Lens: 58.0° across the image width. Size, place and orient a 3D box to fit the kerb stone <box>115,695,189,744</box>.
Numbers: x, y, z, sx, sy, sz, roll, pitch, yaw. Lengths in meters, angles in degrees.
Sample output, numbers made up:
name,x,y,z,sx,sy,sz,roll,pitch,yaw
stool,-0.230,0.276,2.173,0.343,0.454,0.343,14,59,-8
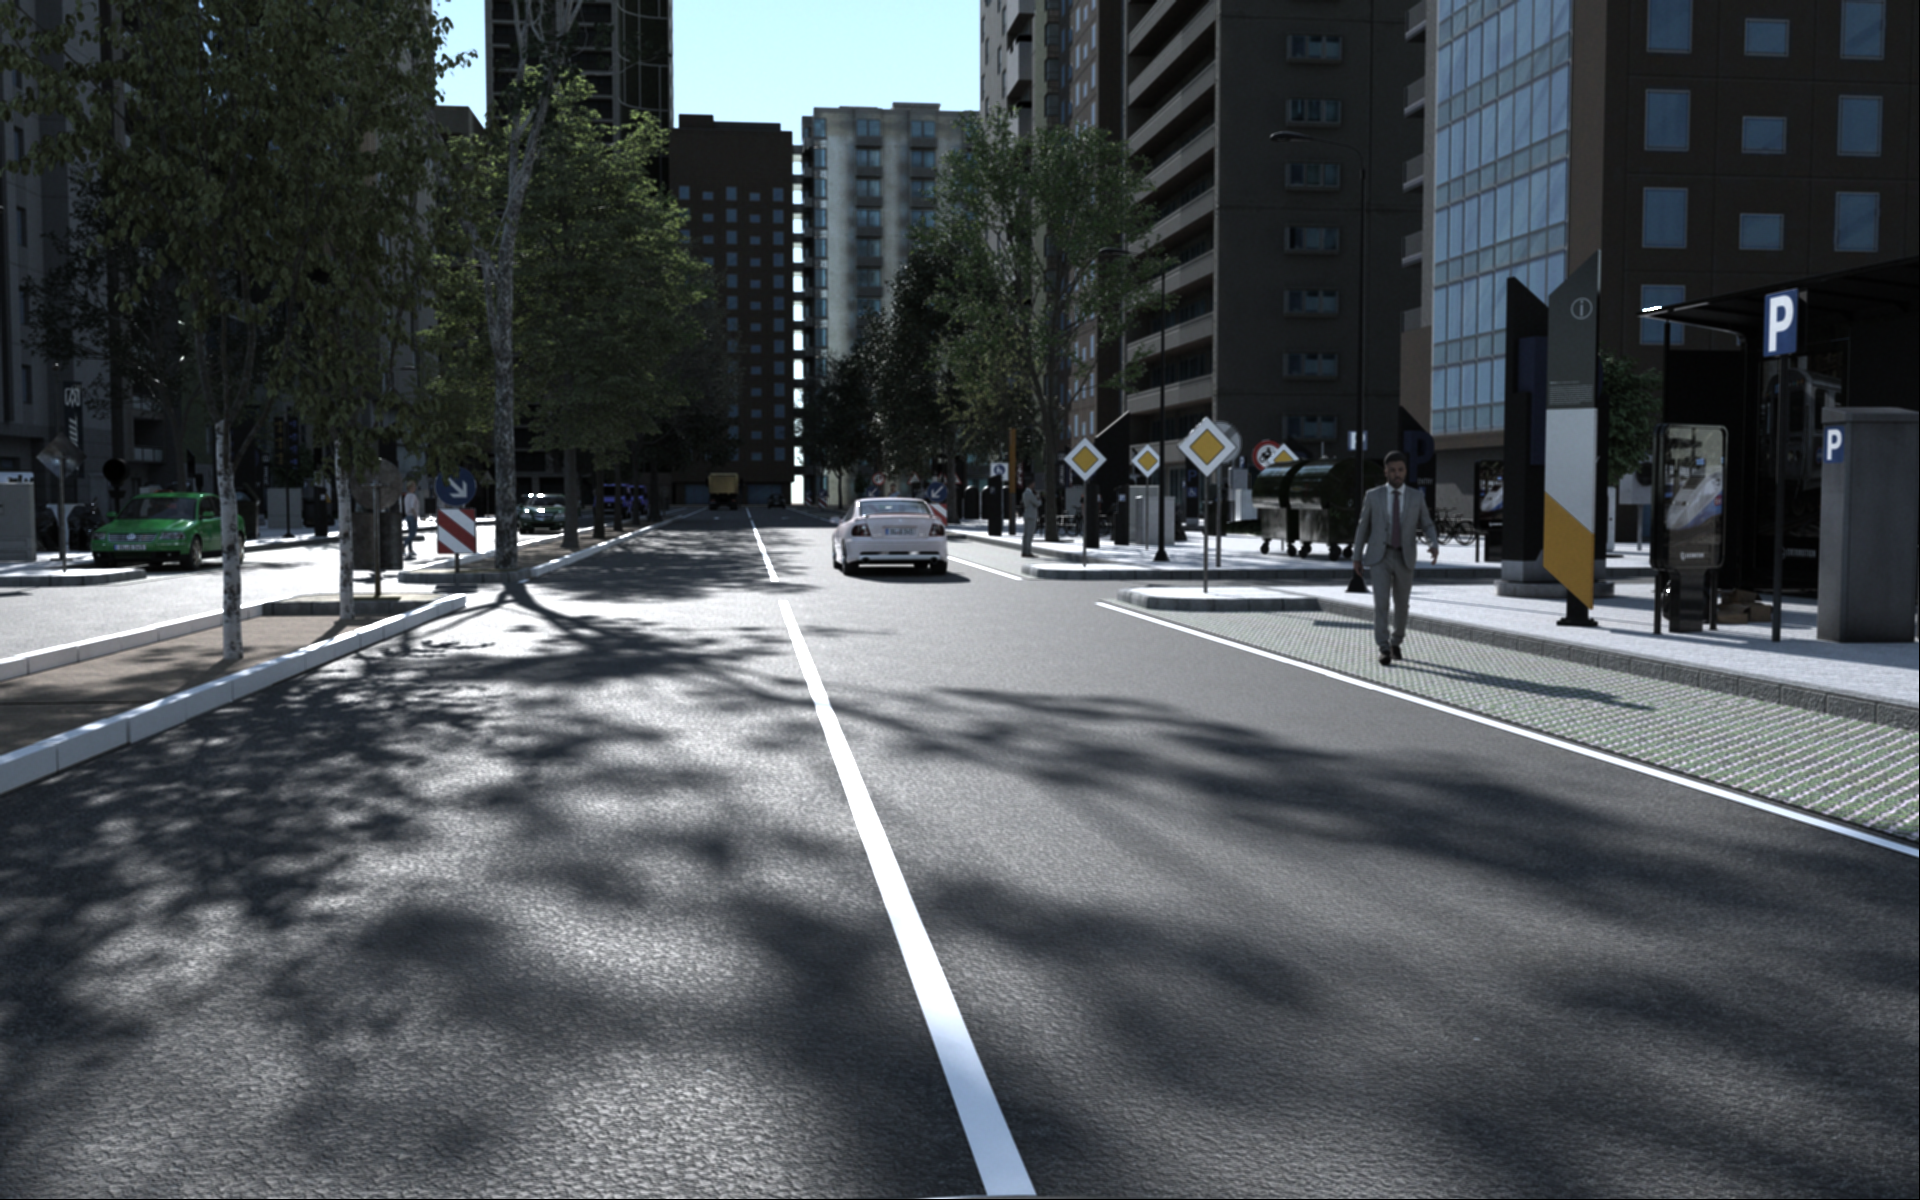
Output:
name,x,y,z,sx,sy,sz,roll,pitch,yaw
kerb stone,-4.881,0.720,10.424,0.120,0.150,1.000,0,4,-7

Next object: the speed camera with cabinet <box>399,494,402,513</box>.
name,x,y,z,sx,sy,sz,roll,pitch,yaw
speed camera with cabinet,-27.545,-5.411,82.810,0.660,3.252,2.038,1,4,17

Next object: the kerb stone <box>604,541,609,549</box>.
name,x,y,z,sx,sy,sz,roll,pitch,yaw
kerb stone,-9.190,-1.364,44.494,0.120,0.150,1.000,0,4,-7

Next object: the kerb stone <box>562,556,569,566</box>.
name,x,y,z,sx,sy,sz,roll,pitch,yaw
kerb stone,-7.916,-0.742,34.323,0.120,0.150,1.000,0,4,-7

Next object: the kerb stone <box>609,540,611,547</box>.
name,x,y,z,sx,sy,sz,roll,pitch,yaw
kerb stone,-9.325,-1.423,45.517,0.120,0.150,1.000,0,4,-7

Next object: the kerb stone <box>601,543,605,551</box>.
name,x,y,z,sx,sy,sz,roll,pitch,yaw
kerb stone,-9.070,-1.302,43.479,0.120,0.150,1.000,0,4,-7

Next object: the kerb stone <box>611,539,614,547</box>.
name,x,y,z,sx,sy,sz,roll,pitch,yaw
kerb stone,-9.455,-1.488,46.531,0.120,0.150,1.000,0,4,-7

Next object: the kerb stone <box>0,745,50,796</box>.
name,x,y,z,sx,sy,sz,roll,pitch,yaw
kerb stone,-4.638,0.847,8.394,0.120,0.150,1.000,0,4,-7

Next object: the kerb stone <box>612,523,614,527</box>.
name,x,y,z,sx,sy,sz,roll,pitch,yaw
kerb stone,-15.139,-3.216,74.782,0.120,0.150,1.000,0,4,-7

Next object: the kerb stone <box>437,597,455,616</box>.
name,x,y,z,sx,sy,sz,roll,pitch,yaw
kerb stone,-6.176,0.099,20.582,0.120,0.150,1.000,0,4,-7

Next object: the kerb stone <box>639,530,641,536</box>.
name,x,y,z,sx,sy,sz,roll,pitch,yaw
kerb stone,-11.001,-2.236,58.750,0.120,0.150,1.000,0,4,-7

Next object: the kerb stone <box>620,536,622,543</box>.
name,x,y,z,sx,sy,sz,roll,pitch,yaw
kerb stone,-9.843,-1.674,49.593,0.120,0.150,1.000,0,4,-7

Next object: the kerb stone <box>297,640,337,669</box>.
name,x,y,z,sx,sy,sz,roll,pitch,yaw
kerb stone,-5.408,0.472,14.478,0.120,0.150,1.000,0,4,-7

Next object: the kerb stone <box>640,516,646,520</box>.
name,x,y,z,sx,sy,sz,roll,pitch,yaw
kerb stone,-18.352,-4.773,100.235,0.120,0.150,1.000,0,4,-7

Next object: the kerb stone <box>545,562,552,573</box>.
name,x,y,z,sx,sy,sz,roll,pitch,yaw
kerb stone,-7.533,-0.553,31.280,0.120,0.150,1.000,0,4,-7

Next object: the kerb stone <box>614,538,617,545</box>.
name,x,y,z,sx,sy,sz,roll,pitch,yaw
kerb stone,-9.587,-1.551,47.552,0.120,0.150,1.000,0,4,-7

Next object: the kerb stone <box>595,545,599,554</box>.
name,x,y,z,sx,sy,sz,roll,pitch,yaw
kerb stone,-8.807,-1.177,41.434,0.120,0.150,1.000,0,4,-7

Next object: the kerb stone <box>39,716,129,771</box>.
name,x,y,z,sx,sy,sz,roll,pitch,yaw
kerb stone,-4.767,0.782,9.408,0.120,0.150,1.000,0,4,-7

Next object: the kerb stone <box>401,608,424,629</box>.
name,x,y,z,sx,sy,sz,roll,pitch,yaw
kerb stone,-5.913,0.226,18.538,0.120,0.150,1.000,0,4,-7

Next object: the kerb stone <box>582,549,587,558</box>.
name,x,y,z,sx,sy,sz,roll,pitch,yaw
kerb stone,-8.421,-0.989,38.392,0.120,0.150,1.000,0,4,-7

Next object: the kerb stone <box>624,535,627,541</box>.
name,x,y,z,sx,sy,sz,roll,pitch,yaw
kerb stone,-10.090,-1.799,51.626,0.120,0.150,1.000,0,4,-7

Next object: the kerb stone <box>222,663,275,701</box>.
name,x,y,z,sx,sy,sz,roll,pitch,yaw
kerb stone,-5.143,0.597,12.451,0.120,0.150,1.000,0,4,-7

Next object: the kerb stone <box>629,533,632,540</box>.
name,x,y,z,sx,sy,sz,roll,pitch,yaw
kerb stone,-10.352,-1.925,53.674,0.120,0.150,1.000,0,4,-7

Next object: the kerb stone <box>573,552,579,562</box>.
name,x,y,z,sx,sy,sz,roll,pitch,yaw
kerb stone,-8.165,-0.865,36.363,0.120,0.150,1.000,0,4,-7

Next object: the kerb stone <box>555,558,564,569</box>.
name,x,y,z,sx,sy,sz,roll,pitch,yaw
kerb stone,-7.781,-0.680,33.310,0.120,0.150,1.000,0,4,-7

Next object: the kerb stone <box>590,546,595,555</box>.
name,x,y,z,sx,sy,sz,roll,pitch,yaw
kerb stone,-8.678,-1.115,40.420,0.120,0.150,1.000,0,4,-7

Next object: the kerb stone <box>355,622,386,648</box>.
name,x,y,z,sx,sy,sz,roll,pitch,yaw
kerb stone,-5.663,0.351,16.508,0.120,0.150,1.000,0,4,-7

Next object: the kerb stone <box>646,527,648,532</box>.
name,x,y,z,sx,sy,sz,roll,pitch,yaw
kerb stone,-11.510,-2.484,62.812,0.120,0.150,1.000,0,4,-7

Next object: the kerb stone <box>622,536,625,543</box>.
name,x,y,z,sx,sy,sz,roll,pitch,yaw
kerb stone,-9.969,-1.738,50.607,0.120,0.150,1.000,0,4,-7

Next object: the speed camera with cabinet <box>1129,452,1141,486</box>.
name,x,y,z,sx,sy,sz,roll,pitch,yaw
speed camera with cabinet,7.384,-5.290,80.829,2.038,3.252,0.660,2,4,26

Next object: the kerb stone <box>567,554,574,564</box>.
name,x,y,z,sx,sy,sz,roll,pitch,yaw
kerb stone,-8.035,-0.804,35.342,0.120,0.150,1.000,0,4,-7

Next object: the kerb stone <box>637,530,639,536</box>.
name,x,y,z,sx,sy,sz,roll,pitch,yaw
kerb stone,-10.875,-2.174,57.735,0.120,0.150,1.000,0,4,-7

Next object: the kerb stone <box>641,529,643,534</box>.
name,x,y,z,sx,sy,sz,roll,pitch,yaw
kerb stone,-11.121,-2.296,59.765,0.120,0.150,1.000,0,4,-7

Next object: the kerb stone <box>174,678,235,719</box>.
name,x,y,z,sx,sy,sz,roll,pitch,yaw
kerb stone,-5.014,0.658,11.437,0.120,0.150,1.000,0,4,-7

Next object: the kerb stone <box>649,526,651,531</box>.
name,x,y,z,sx,sy,sz,roll,pitch,yaw
kerb stone,-11.766,-2.609,64.845,0.120,0.150,1.000,0,4,-7

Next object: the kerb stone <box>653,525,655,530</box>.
name,x,y,z,sx,sy,sz,roll,pitch,yaw
kerb stone,-12.145,-2.795,67.899,0.120,0.150,1.000,0,4,-7

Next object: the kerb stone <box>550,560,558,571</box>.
name,x,y,z,sx,sy,sz,roll,pitch,yaw
kerb stone,-7.653,-0.613,32.296,0.120,0.150,1.000,0,4,-7

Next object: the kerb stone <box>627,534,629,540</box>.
name,x,y,z,sx,sy,sz,roll,pitch,yaw
kerb stone,-10.230,-1.863,52.659,0.120,0.150,1.000,0,4,-7

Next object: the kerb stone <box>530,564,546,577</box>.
name,x,y,z,sx,sy,sz,roll,pitch,yaw
kerb stone,-7.398,-0.494,30.266,0.120,0.150,1.000,0,4,-7

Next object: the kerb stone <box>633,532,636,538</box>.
name,x,y,z,sx,sy,sz,roll,pitch,yaw
kerb stone,-10.607,-2.049,55.704,0.120,0.150,1.000,0,4,-7

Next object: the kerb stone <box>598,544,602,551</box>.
name,x,y,z,sx,sy,sz,roll,pitch,yaw
kerb stone,-8.937,-1.239,42.457,0.120,0.150,1.000,0,4,-7

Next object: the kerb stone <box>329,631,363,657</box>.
name,x,y,z,sx,sy,sz,roll,pitch,yaw
kerb stone,-5.538,0.412,15.491,0.120,0.150,1.000,0,4,-7

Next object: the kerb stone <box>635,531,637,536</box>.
name,x,y,z,sx,sy,sz,roll,pitch,yaw
kerb stone,-10.742,-2.112,56.721,0.120,0.150,1.000,0,4,-7

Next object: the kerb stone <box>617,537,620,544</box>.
name,x,y,z,sx,sy,sz,roll,pitch,yaw
kerb stone,-9.712,-1.613,48.566,0.120,0.150,1.000,0,4,-7

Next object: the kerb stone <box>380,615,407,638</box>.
name,x,y,z,sx,sy,sz,roll,pitch,yaw
kerb stone,-5.784,0.286,17.523,0.120,0.150,1.000,0,4,-7

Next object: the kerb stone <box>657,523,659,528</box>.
name,x,y,z,sx,sy,sz,roll,pitch,yaw
kerb stone,-12.535,-2.979,70.947,0.120,0.150,1.000,0,4,-7

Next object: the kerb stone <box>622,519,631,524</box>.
name,x,y,z,sx,sy,sz,roll,pitch,yaw
kerb stone,-16.555,-3.901,85.970,0.120,0.150,1.000,0,4,-7

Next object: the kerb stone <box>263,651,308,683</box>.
name,x,y,z,sx,sy,sz,roll,pitch,yaw
kerb stone,-5.278,0.534,13.464,0.120,0.150,1.000,0,4,-7

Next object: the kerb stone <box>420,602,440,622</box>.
name,x,y,z,sx,sy,sz,roll,pitch,yaw
kerb stone,-6.050,0.162,19.560,0.120,0.150,1.000,0,4,-7

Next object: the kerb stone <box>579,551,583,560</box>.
name,x,y,z,sx,sy,sz,roll,pitch,yaw
kerb stone,-8.296,-0.929,37.377,0.120,0.150,1.000,0,4,-7

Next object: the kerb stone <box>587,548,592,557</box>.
name,x,y,z,sx,sy,sz,roll,pitch,yaw
kerb stone,-8.545,-1.053,39.406,0.120,0.150,1.000,0,4,-7

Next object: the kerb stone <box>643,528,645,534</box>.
name,x,y,z,sx,sy,sz,roll,pitch,yaw
kerb stone,-11.249,-2.359,60.783,0.120,0.150,1.000,0,4,-7

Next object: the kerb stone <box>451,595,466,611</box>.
name,x,y,z,sx,sy,sz,roll,pitch,yaw
kerb stone,-6.302,0.037,21.599,0.120,0.150,1.000,0,4,-7
